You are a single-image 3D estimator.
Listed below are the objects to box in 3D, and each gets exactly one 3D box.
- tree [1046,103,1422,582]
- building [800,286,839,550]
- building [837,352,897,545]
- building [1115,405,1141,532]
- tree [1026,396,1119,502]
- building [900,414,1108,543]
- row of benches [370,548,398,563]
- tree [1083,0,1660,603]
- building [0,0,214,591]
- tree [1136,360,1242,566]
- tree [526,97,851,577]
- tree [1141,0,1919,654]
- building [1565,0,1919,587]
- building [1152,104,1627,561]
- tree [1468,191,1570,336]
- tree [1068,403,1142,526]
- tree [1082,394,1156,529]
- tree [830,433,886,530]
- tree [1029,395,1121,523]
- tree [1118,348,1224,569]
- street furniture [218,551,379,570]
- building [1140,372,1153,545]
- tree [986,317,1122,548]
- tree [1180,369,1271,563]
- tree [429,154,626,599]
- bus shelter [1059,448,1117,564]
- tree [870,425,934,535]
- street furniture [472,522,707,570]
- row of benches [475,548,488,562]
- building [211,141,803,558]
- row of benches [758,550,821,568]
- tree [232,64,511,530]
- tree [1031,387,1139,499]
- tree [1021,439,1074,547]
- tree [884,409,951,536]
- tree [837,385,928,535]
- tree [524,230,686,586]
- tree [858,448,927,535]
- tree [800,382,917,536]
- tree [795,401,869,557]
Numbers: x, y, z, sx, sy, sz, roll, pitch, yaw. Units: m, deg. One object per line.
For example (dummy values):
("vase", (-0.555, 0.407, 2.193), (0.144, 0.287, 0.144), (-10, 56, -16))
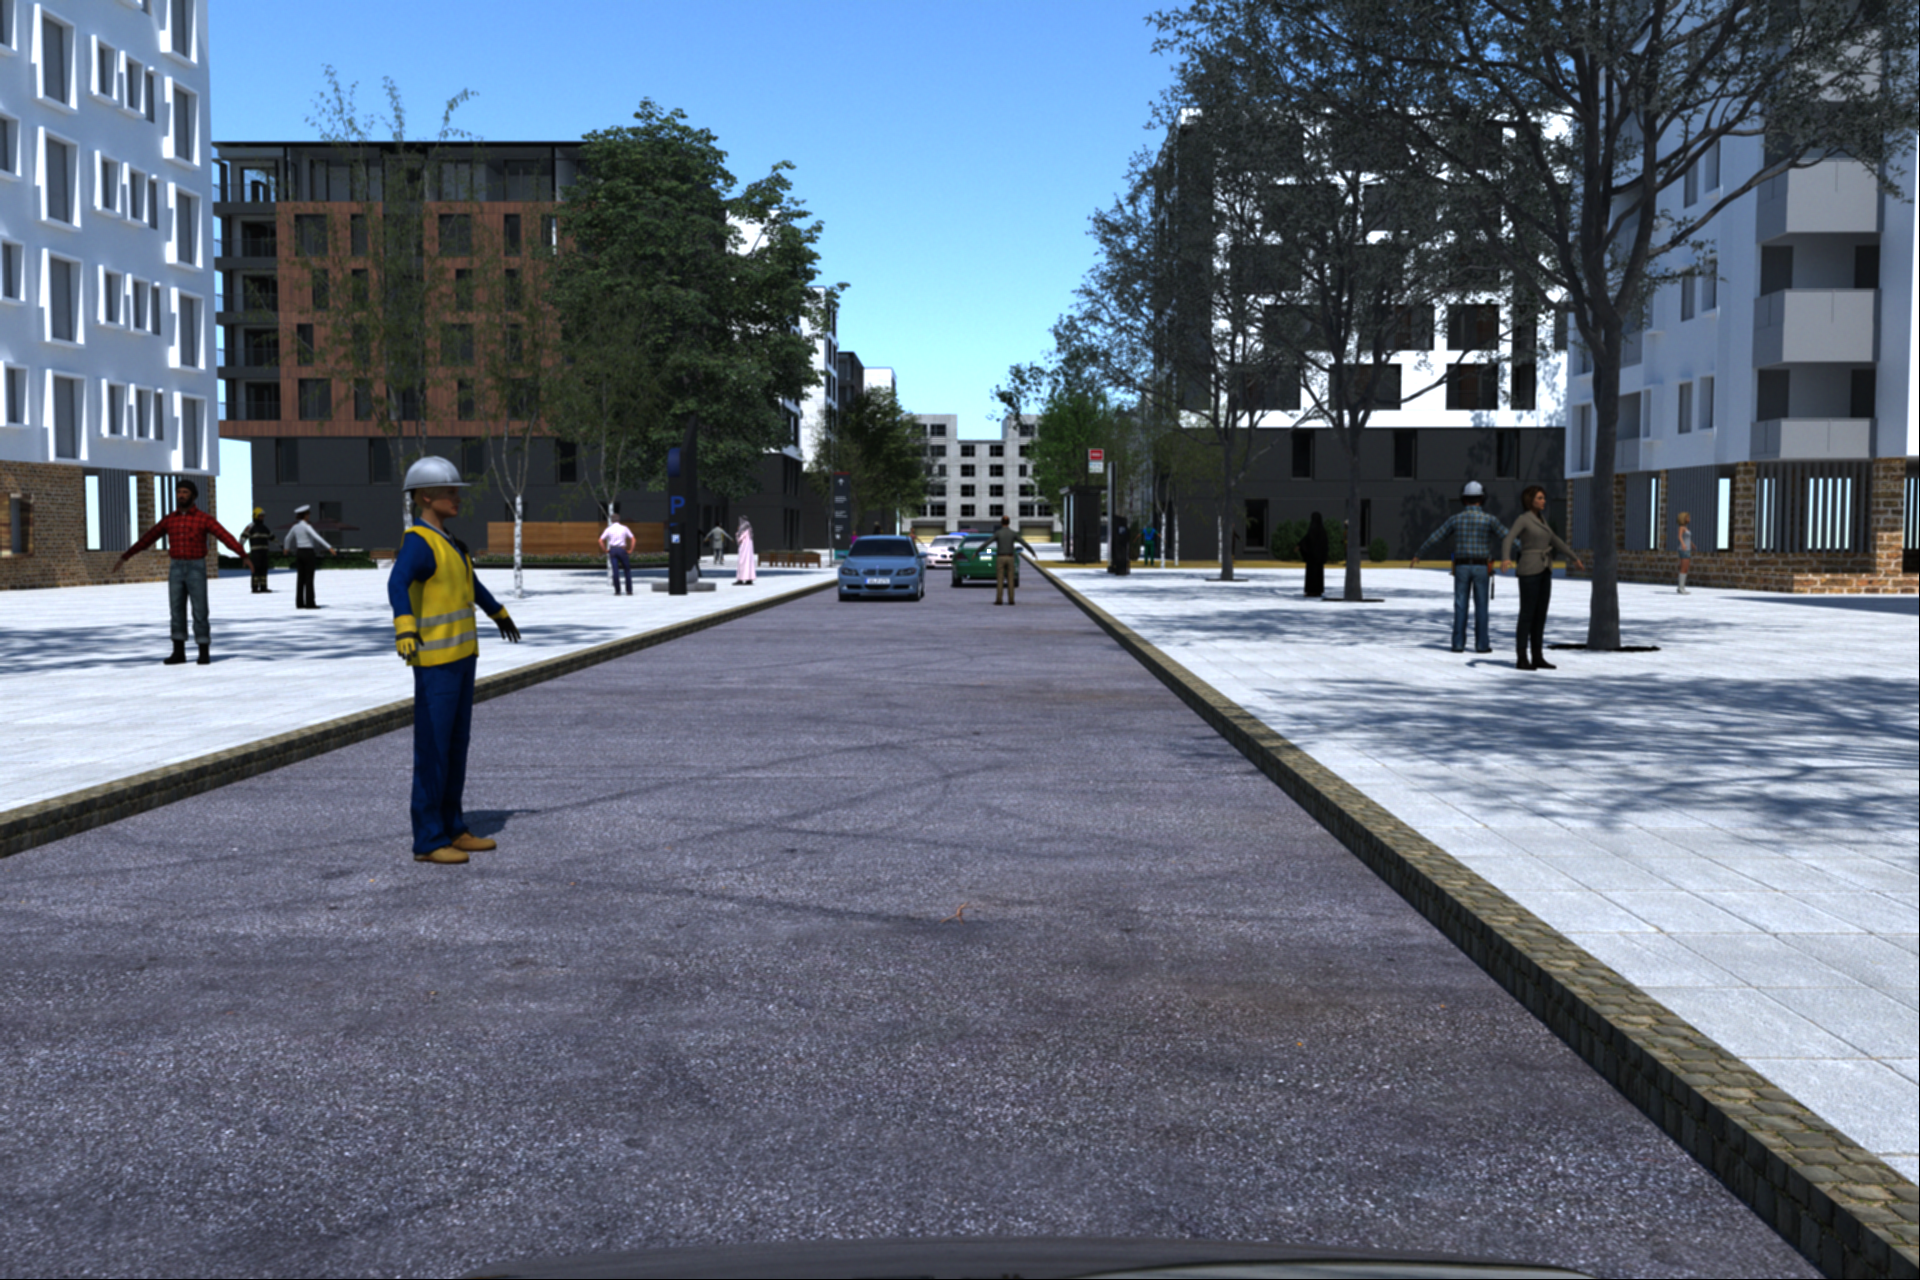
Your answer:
("tree", (7.412, -8.349, 46.880), (12.009, 13.543, 11.850), (0, 3, 0))
("building", (-25.086, -18.162, 140.924), (27.936, 21.610, 32.646), (0, 4, 1))
("building", (-22.308, -22.412, 210.411), (27.936, 21.610, 32.646), (0, 4, 0))
("building", (30.574, -24.413, 230.088), (19.493, 23.208, 18.063), (0, 4, 1))
("tree", (8.874, -12.513, 130.351), (9.928, 11.665, 9.643), (0, 3, 0))
("building", (6.693, -24.003, 261.360), (31.486, 18.905, 16.747), (0, 4, -2))
("row of benches", (-24.449, -3.801, 77.611), (4.104, 0.672, 1.422), (0, 4, 0))
("tree", (7.423, -7.466, 32.436), (12.009, 13.543, 11.850), (0, 3, 0))
("building", (-26.532, -11.014, 36.497), (16.016, 20.090, 11.380), (0, 4, 1))
("tree", (8.701, -7.357, 70.642), (4.360, 8.622, 3.978), (0, 3, 0))
("tree", (-8.062, -8.832, 51.062), (9.857, 13.997, 8.962), (0, 3, 0))
("tree", (7.108, -6.640, 18.939), (12.009, 13.543, 11.850), (0, 3, 0))
("building", (23.100, -11.807, 49.457), (16.016, 20.090, 11.380), (0, 4, 1))
("building", (24.779, -15.600, 99.030), (27.936, 21.610, 32.646), (0, 4, 1))
("tree", (27.493, -13.247, 72.470), (12.611, 20.169, 13.585), (0, 3, 0))
("tree", (8.174, -8.797, 94.190), (4.360, 8.622, 3.978), (0, 3, 0))
("tree", (8.268, -8.553, 90.197), (4.360, 8.622, 3.978), (0, 3, 0))
("tree", (-7.354, -10.220, 117.465), (4.360, 8.622, 3.978), (0, 3, 0))
("tree", (9.530, -13.618, 140.784), (7.486, 12.596, 7.792), (0, 3, 0))
("tree", (7.366, -6.954, 64.062), (4.360, 8.622, 3.978), (0, 3, 0))
("street furniture", (-25.773, -3.044, 65.395), (5.734, 0.657, 10.072), (-2, 4, -30))
("building", (29.028, -19.598, 186.892), (16.747, 18.905, 31.486), (0, 4, 2))
("tree", (8.580, -18.138, 152.440), (12.611, 20.169, 13.585), (0, 3, 0))
("tree", (11.599, -7.754, 77.148), (4.360, 8.622, 3.978), (0, 3, 0))
("tree", (-8.768, -5.106, 33.842), (4.360, 8.622, 3.978), (0, 3, 0))
("bus shelter", (5.706, -6.197, 78.957), (2.179, 5.291, 8.768), (0, 4, -1))
("tree", (-5.648, -12.770, 143.208), (7.601, 10.594, 8.767), (-1, 4, -21))
("street furniture", (-14.175, -3.555, 64.975), (11.010, 1.723, 9.812), (1, 4, 18))
("row of benches", (-20.349, -3.958, 80.180), (4.104, 0.672, 1.422), (-2, 4, -35))
("building", (-25.147, -16.072, 106.753), (27.936, 21.610, 32.646), (0, 4, 0))
("row of benches", (-6.618, -3.169, 67.276), (1.422, 0.672, 4.104), (-2, 4, -34))
("tree", (-8.598, -4.719, 27.519), (4.360, 8.622, 3.978), (0, 3, 0))
("tree", (8.776, -11.906, 120.411), (9.928, 11.665, 9.643), (0, 3, 0))
("tree", (9.998, -14.873, 168.936), (9.928, 11.665, 9.643), (0, 3, 0))
("tree", (-5.776, -15.821, 169.043), (12.009, 13.543, 11.850), (0, 3, 0))
("tree", (-6.282, -13.121, 132.660), (7.486, 12.596, 7.792), (0, 3, 0))
("tree", (-8.521, -5.604, 41.989), (4.360, 8.622, 3.978), (0, 3, 0))
("tree", (-6.370, -13.374, 153.083), (7.601, 10.594, 8.767), (1, 4, 13))
("tree", (-6.134, -10.472, 105.632), (7.601, 10.594, 8.767), (-1, 4, -17))
("tree", (-7.190, -8.911, 96.052), (4.360, 8.622, 3.978), (0, 3, 0))
